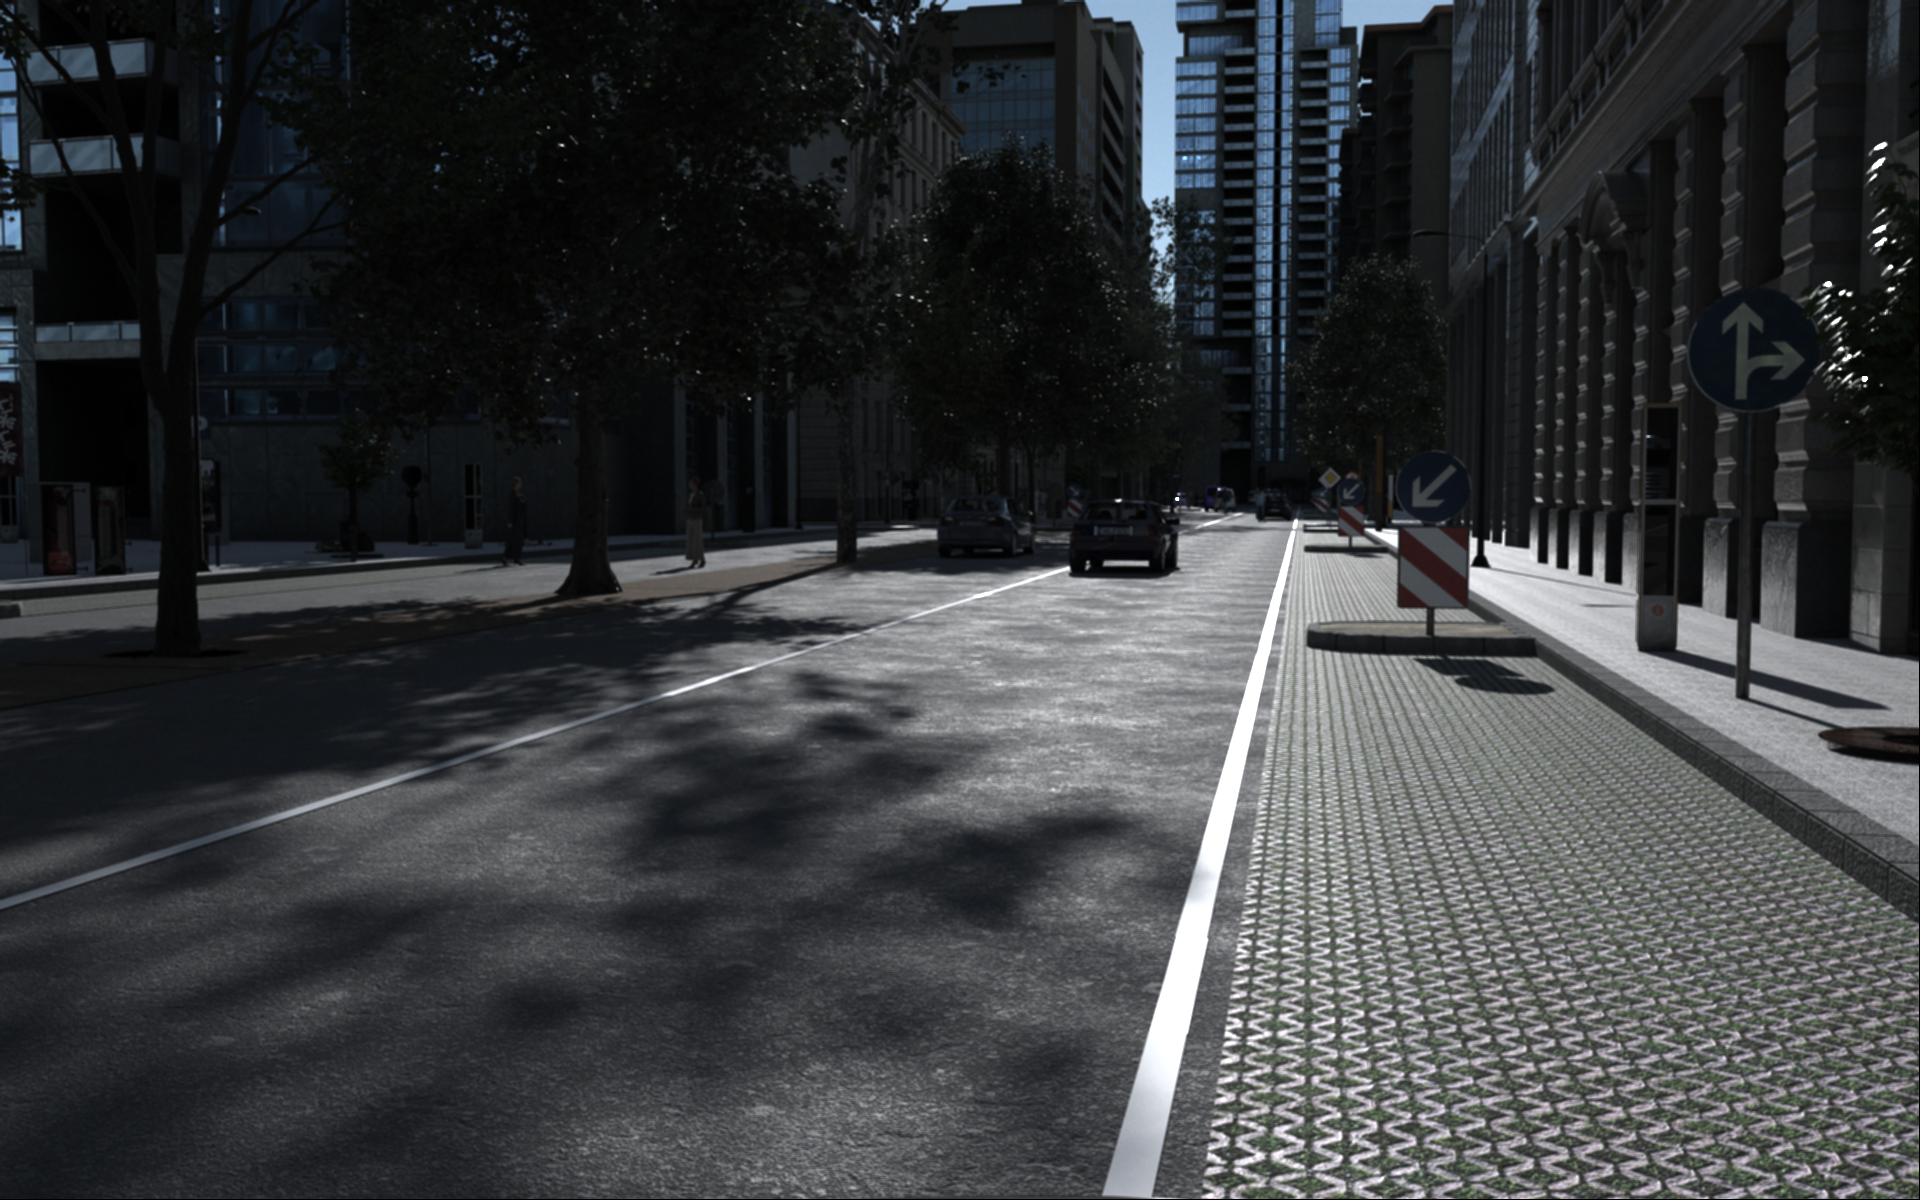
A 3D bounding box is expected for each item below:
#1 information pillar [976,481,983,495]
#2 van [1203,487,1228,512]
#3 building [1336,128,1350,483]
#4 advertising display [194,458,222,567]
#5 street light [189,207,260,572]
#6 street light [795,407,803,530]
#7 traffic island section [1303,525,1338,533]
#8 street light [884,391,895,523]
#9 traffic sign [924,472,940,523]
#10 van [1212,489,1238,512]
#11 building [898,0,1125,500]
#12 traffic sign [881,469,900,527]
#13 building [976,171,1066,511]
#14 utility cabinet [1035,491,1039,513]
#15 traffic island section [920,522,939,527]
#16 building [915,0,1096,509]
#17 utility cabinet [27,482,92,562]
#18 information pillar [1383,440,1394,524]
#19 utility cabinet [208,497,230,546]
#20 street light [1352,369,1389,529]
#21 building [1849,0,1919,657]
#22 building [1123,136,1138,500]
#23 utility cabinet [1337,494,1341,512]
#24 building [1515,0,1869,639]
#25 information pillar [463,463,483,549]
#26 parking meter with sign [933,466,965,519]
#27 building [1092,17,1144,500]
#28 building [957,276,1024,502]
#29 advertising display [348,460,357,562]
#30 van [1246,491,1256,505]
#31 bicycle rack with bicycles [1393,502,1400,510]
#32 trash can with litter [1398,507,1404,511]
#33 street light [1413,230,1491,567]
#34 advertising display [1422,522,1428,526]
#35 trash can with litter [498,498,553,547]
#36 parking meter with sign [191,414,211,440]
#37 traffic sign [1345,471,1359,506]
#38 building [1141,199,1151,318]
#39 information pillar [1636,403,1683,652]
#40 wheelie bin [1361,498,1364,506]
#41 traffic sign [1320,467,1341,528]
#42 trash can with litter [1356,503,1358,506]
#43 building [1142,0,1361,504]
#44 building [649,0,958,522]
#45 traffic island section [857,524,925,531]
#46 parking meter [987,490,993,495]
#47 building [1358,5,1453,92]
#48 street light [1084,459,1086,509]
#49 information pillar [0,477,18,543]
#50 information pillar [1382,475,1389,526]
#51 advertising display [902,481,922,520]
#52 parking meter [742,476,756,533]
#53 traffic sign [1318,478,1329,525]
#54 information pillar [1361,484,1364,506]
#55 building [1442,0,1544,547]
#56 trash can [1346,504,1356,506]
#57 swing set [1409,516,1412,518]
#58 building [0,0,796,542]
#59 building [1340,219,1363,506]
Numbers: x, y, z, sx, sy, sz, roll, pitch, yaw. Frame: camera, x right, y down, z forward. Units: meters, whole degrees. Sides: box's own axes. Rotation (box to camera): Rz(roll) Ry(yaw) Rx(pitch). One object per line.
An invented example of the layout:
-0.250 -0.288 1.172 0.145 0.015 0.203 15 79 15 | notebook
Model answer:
1.060 -5.669 97.188 0.304 2.012 0.304 0 4 4 | information pillar
21.053 -8.417 142.001 2.240 2.365 5.245 1 4 9 | van
55.398 -33.529 202.824 22.147 44.769 28.867 1 4 11 | building
-13.555 -1.564 30.782 0.974 1.923 0.123 1 4 20 | advertising display
-12.026 -3.412 28.328 1.470 5.913 1.316 1 4 11 | street light
-5.297 -5.500 62.460 1.470 5.913 1.316 1 4 11 | street light
13.905 -2.612 64.983 2.009 0.180 2.903 1 4 11 | traffic island section
-2.665 -6.337 76.150 1.470 5.913 1.316 1 4 11 | street light
-1.188 -4.428 76.042 0.795 2.450 0.064 1 4 11 | traffic sign
21.000 -7.963 137.198 2.013 2.044 4.112 1 4 10 | van
4.986 -33.831 176.845 21.300 48.544 21.600 1 4 11 | building
-2.739 -3.949 68.208 0.795 2.450 0.064 1 4 11 | traffic sign
1.020 -20.622 134.430 12.463 27.353 25.104 1 4 11 | building
5.002 -6.719 118.529 0.318 1.500 1.173 2 4 33 | utility cabinet
-1.213 -3.292 76.108 2.009 0.180 2.903 1 4 11 | traffic island section
4.646 -31.077 158.227 14.600 45.320 14.200 1 4 11 | building
-16.937 -1.462 32.586 0.318 1.500 1.173 1 4 19 | utility cabinet
18.381 -5.078 74.380 0.504 3.616 0.183 -1 4 -9 | information pillar
-18.431 -1.949 43.031 0.306 1.237 1.020 -1 4 -10 | utility cabinet
15.264 -5.621 64.447 1.470 5.913 1.316 1 4 11 | street light
10.986 -9.178 4.805 10.420 20.320 16.860 1 4 11 | building
12.080 -31.207 193.823 14.154 41.232 14.086 1 4 11 | building
26.909 -6.992 123.005 0.318 1.500 1.173 1 4 12 | utility cabinet
13.931 -11.864 22.850 11.050 23.489 19.941 1 4 11 | building
-11.394 -2.204 40.530 0.304 2.012 0.304 1 4 15 | information pillar
-0.536 -5.774 90.666 1.738 3.016 0.543 -1 4 -22 | parking meter with sign
8.164 -41.207 215.740 28.212 58.520 21.231 1 4 11 | building
-2.016 -15.138 112.142 10.561 19.102 19.286 1 4 11 | building
-11.535 -1.693 32.897 0.123 1.923 0.974 -1 4 -19 | advertising display
37.550 -13.090 221.027 2.013 2.044 4.112 1 4 10 | van
35.050 -7.622 137.995 2.852 0.926 2.925 -3 5 -40 | bicycle rack with bicycles
33.962 -7.394 132.282 1.055 1.170 0.624 3 4 38 | trash can with litter
8.672 -3.549 30.559 1.470 5.913 1.316 1 4 11 | street light
11.068 -2.192 41.057 0.123 1.923 0.974 1 4 22 | advertising display
-10.692 -1.968 43.233 1.678 1.210 2.233 1 4 11 | trash can with litter
-17.063 -2.596 38.698 0.543 3.016 1.738 -2 4 -27 | parking meter with sign
22.013 -5.942 97.256 0.768 2.556 0.104 1 4 12 | traffic sign
19.018 -34.143 241.831 14.086 41.232 14.154 1 4 11 | building
5.723 -0.593 14.184 0.304 2.012 0.304 1 4 18 | information pillar
27.387 -6.644 116.530 0.693 1.594 0.980 -2 4 -33 | wheelie bin
13.880 -3.747 64.910 0.795 2.450 0.064 1 4 11 | traffic sign
30.325 -7.426 132.474 1.678 1.210 2.233 -1 4 -13 | trash can with litter
41.932 -56.725 240.121 31.000 86.520 22.319 1 4 11 | building
-7.922 -17.933 90.473 12.463 27.353 25.104 1 4 11 | building
-2.763 -2.813 68.275 2.009 0.180 2.903 1 4 11 | traffic island section
1.764 -5.580 99.651 0.372 1.533 0.369 0 3 0 | parking meter
47.860 -30.899 159.824 22.147 44.769 28.867 1 4 11 | building
11.010 -10.527 144.652 1.470 5.913 1.316 1 4 11 | street light
-24.911 -2.498 45.329 0.304 2.012 0.304 0 4 -1 | information pillar
16.007 -3.723 65.359 0.304 2.012 0.304 0 4 8 | information pillar
-2.359 -4.861 84.693 0.974 1.923 0.123 1 4 8 | advertising display
-7.006 -3.168 57.505 0.399 1.863 0.255 -1 4 -19 | parking meter
15.431 -4.226 72.744 0.795 2.450 0.064 1 4 11 | traffic sign
28.079 -7.148 121.367 0.304 2.012 0.304 2 4 33 | information pillar
20.073 -16.469 46.753 11.434 29.767 29.804 1 4 11 | building
25.581 -6.220 113.354 0.748 1.137 0.748 0 3 0 | trash can
25.822 -5.902 94.123 3.119 2.851 2.862 1 4 12 | swing set
-23.697 -45.468 56.067 31.000 86.520 22.319 1 4 11 | building
47.252 -25.110 182.242 14.160 30.474 14.107 1 4 11 | building
